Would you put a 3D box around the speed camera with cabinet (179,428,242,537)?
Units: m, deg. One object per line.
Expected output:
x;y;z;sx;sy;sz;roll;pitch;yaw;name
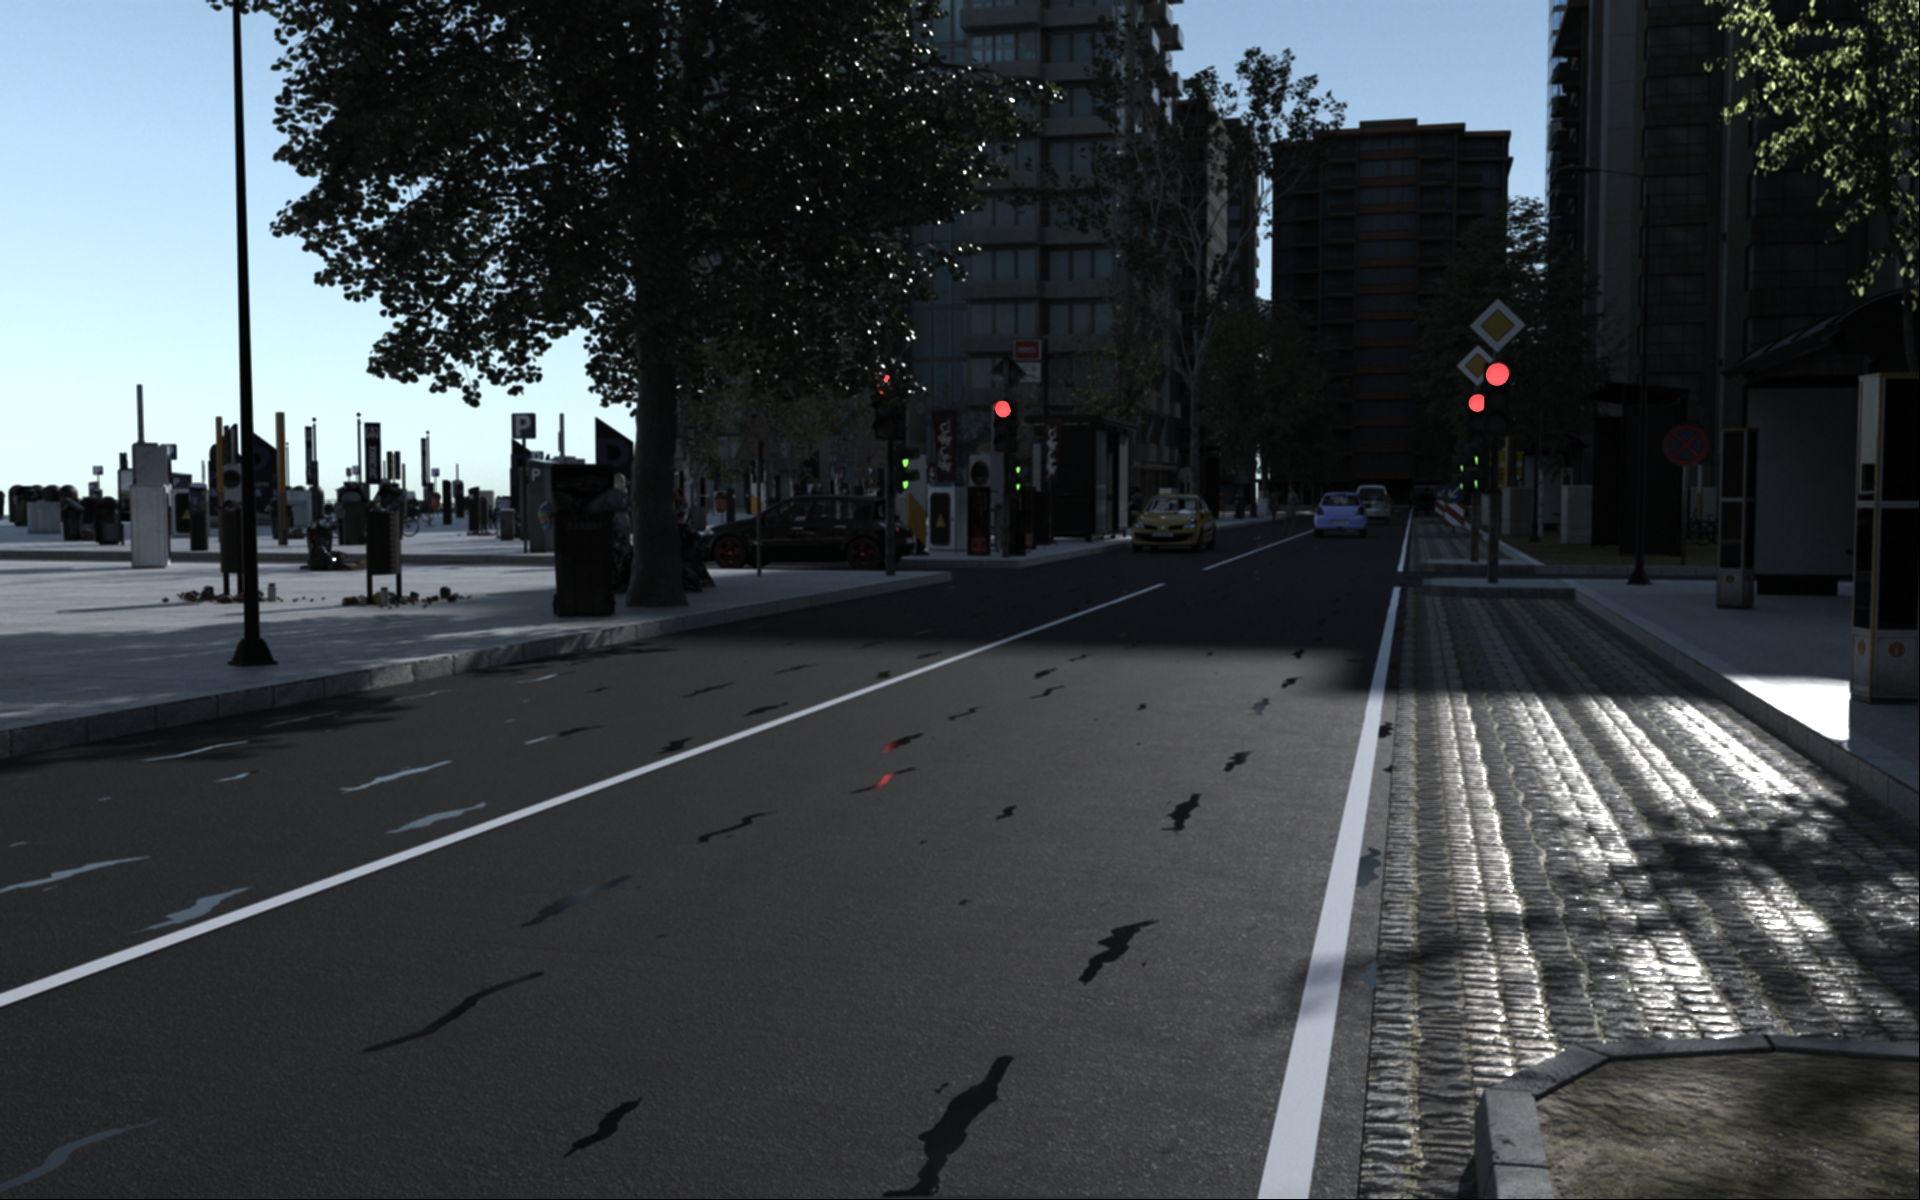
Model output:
-22.526;-3.521;51.908;2.038;3.252;0.660;-1;4;-13;speed camera with cabinet

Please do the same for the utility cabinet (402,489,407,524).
-23.897;-3.947;73.212;0.318;1.500;1.173;1;4;22;utility cabinet

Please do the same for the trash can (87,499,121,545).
-21.645;-1.979;44.013;0.748;1.137;0.748;0;3;0;trash can

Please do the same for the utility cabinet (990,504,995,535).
1.018;-2.615;53.918;1.020;1.237;0.306;-1;4;-20;utility cabinet

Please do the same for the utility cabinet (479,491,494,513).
-30.229;-6.203;110.095;1.173;1.500;0.318;0;4;4;utility cabinet

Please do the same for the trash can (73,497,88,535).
-27.702;-2.643;54.873;0.748;1.137;0.748;0;3;0;trash can

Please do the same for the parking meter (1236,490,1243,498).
15.935;-5.523;98.704;0.372;1.533;0.369;0;3;0;parking meter

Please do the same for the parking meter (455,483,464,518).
-27.207;-5.409;94.151;0.255;1.863;0.399;3;5;42;parking meter

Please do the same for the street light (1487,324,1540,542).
14.824;-4.507;46.222;1.470;5.913;1.316;1;4;15;street light

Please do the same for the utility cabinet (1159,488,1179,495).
7.664;-3.351;63.472;0.318;1.500;1.173;-1;4;-16;utility cabinet

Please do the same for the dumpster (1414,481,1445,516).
30.507;-6.582;112.566;1.985;2.255;1.502;1;4;14;dumpster

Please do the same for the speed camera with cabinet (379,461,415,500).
-33.512;-6.649;103.053;2.038;3.252;0.660;-1;4;-21;speed camera with cabinet

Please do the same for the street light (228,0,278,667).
-4.809;-2.458;12.734;1.470;5.913;1.316;1;4;15;street light

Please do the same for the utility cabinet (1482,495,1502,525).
21.972;-3.694;71.564;0.306;1.237;1.020;-1;4;-17;utility cabinet

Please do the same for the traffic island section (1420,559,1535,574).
9.751;-0.642;32.771;2.009;0.180;2.903;1;4;15;traffic island section

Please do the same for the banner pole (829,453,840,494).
-6.595;-6.230;91.882;0.863;3.779;0.401;2;4;31;banner pole

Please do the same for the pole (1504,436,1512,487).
19.278;-4.105;60.965;0.158;3.312;0.155;0;3;0;pole

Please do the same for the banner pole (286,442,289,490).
-32.646;-5.732;83.739;0.401;3.779;0.863;1;4;19;banner pole

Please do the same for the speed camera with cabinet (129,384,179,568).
-14.370;-2.228;30.766;0.660;3.252;2.038;-1;4;-22;speed camera with cabinet

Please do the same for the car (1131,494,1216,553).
5.424;-2.052;43.769;2.015;1.641;3.980;1;4;15;car

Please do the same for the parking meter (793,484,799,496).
-9.524;-5.772;100.085;0.399;1.863;0.255;3;5;44;parking meter

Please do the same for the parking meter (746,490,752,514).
-13.472;-6.251;110.619;0.372;1.533;0.369;0;3;0;parking meter

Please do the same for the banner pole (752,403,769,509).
-5.468;-3.532;47.765;0.401;3.779;0.863;2;4;34;banner pole

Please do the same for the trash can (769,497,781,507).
-8.933;-4.375;83.184;0.748;1.137;0.748;0;3;0;trash can

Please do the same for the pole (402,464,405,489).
-37.401;-7.502;116.501;0.158;3.312;0.155;0;3;0;pole

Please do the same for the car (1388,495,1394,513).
33.104;-7.574;136.197;2.083;1.381;4.827;1;4;16;car

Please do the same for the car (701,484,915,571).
-2.944;-1.418;32.963;4.222;1.686;2.009;1;4;13;car

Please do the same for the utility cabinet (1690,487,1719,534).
23.727;-2.864;55.503;0.318;1.500;1.173;-3;4;-39;utility cabinet

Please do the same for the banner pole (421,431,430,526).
-21.081;-4.793;68.385;0.401;3.779;0.863;0;4;7;banner pole

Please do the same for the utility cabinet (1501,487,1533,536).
17.078;-2.715;53.069;1.173;1.500;0.318;-3;4;-39;utility cabinet

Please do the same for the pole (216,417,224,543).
-19.511;-3.171;45.691;0.158;3.312;0.155;0;3;0;pole

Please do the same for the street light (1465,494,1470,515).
22.418;-6.284;75.289;1.470;5.913;1.316;1;4;15;street light

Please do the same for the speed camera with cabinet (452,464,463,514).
-32.187;-7.284;113.429;2.038;3.252;0.660;-1;4;-16;speed camera with cabinet

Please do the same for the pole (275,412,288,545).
-16.928;-3.019;43.209;0.158;3.312;0.155;0;3;0;pole

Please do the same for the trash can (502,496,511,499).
-29.242;-6.138;112.003;0.748;1.137;0.748;0;3;0;trash can

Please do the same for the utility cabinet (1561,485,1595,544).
15.870;-2.157;43.954;1.173;1.500;0.318;-1;4;-12;utility cabinet

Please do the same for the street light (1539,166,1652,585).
9.122;-3.181;24.556;1.470;5.913;1.316;1;4;15;street light

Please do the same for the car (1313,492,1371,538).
12.829;-2.976;58.250;1.945;1.707;3.694;1;4;14;car

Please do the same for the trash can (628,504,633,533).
-10.613;-2.749;56.606;0.748;1.137;0.748;0;3;0;trash can

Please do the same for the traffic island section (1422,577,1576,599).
7.724;-0.169;25.046;2.009;0.180;2.903;1;4;15;traffic island section

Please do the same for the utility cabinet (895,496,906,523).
-1.592;-1.947;42.998;0.306;1.237;1.020;-1;4;-15;utility cabinet

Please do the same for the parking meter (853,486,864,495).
-3.309;-2.946;56.572;0.372;1.533;0.369;0;3;0;parking meter

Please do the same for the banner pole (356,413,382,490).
-18.241;-3.874;53.350;0.863;3.779;0.401;-1;4;-22;banner pole

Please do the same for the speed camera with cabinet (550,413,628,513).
-9.067;-2.935;42.321;2.038;3.252;0.660;2;4;31;speed camera with cabinet

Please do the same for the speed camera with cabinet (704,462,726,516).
-14.613;-6.701;103.892;2.038;3.252;0.660;2;4;30;speed camera with cabinet

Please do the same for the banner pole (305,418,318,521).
-21.157;-4.069;56.549;0.401;3.779;0.863;0;4;7;banner pole

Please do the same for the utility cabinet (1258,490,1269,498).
18.479;-5.917;105.424;0.318;1.500;1.173;2;4;28;utility cabinet

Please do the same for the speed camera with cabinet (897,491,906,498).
-2.508;-5.508;84.386;0.660;3.252;2.038;1;4;16;speed camera with cabinet

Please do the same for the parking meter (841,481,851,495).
-5.066;-4.346;76.771;0.399;1.863;0.255;1;4;10;parking meter
